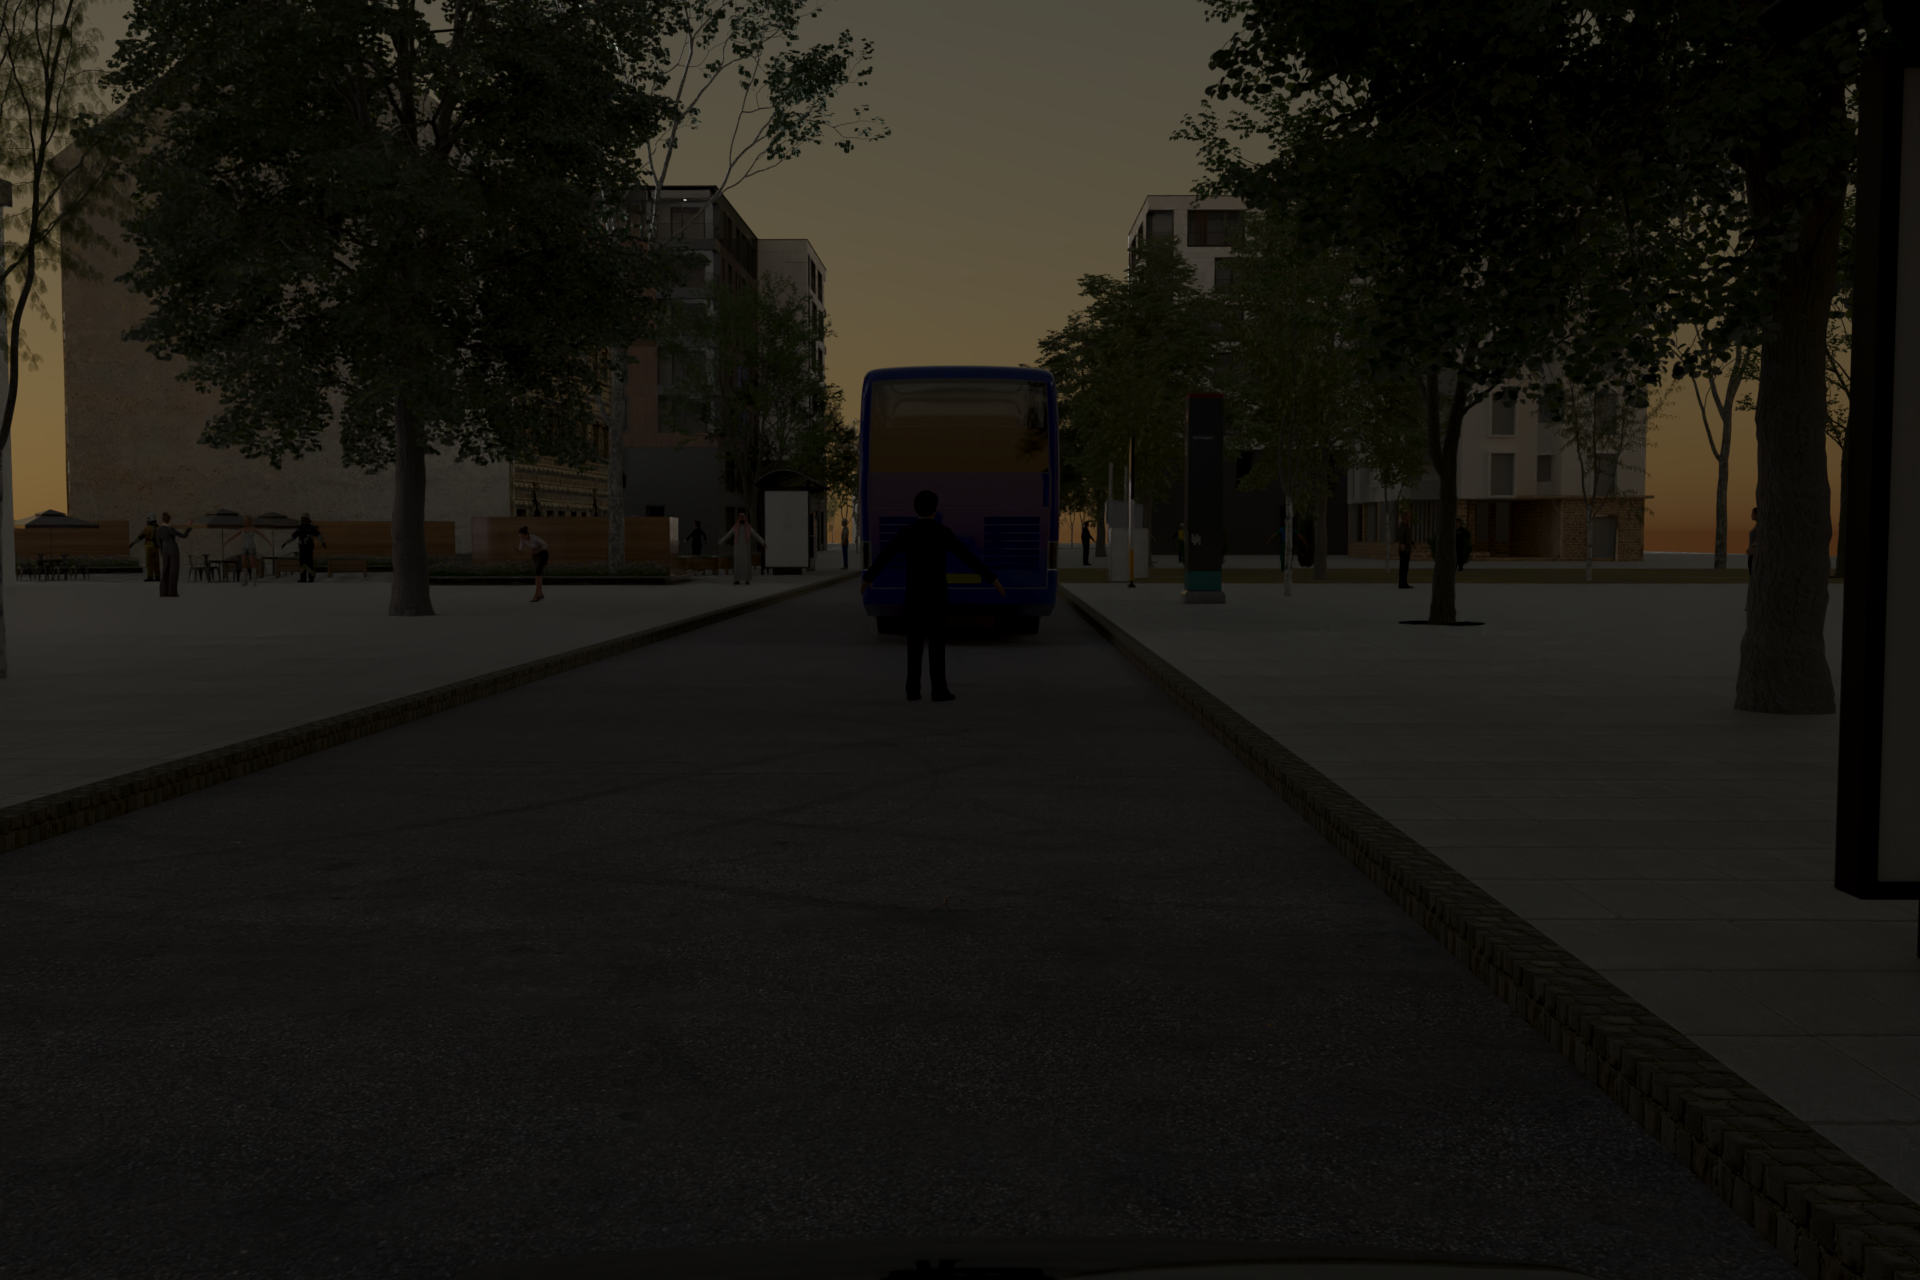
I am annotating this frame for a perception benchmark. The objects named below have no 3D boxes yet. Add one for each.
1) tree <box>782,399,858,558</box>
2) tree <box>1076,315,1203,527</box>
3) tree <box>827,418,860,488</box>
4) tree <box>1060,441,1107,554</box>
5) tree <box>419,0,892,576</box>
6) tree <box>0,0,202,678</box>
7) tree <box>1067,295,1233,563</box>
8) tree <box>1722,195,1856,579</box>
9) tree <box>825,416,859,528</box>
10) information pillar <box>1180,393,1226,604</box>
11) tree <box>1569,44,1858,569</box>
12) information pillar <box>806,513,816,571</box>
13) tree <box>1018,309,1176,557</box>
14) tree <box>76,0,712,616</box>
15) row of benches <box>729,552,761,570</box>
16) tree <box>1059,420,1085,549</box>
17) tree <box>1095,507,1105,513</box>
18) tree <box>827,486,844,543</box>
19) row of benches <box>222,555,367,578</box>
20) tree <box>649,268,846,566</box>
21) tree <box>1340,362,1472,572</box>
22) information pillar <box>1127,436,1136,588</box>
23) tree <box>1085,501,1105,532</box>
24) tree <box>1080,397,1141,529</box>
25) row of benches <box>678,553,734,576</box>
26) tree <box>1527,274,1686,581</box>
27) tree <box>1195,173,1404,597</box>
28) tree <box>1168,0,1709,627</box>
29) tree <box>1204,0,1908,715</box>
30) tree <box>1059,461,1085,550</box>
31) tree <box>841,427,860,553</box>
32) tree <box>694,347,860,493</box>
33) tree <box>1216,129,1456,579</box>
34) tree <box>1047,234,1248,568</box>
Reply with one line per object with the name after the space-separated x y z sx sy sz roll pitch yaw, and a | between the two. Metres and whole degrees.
-7.516 -8.628 91.437 4.737 8.622 4.395 0 3 0 | tree
6.090 -6.659 59.233 4.737 8.622 4.395 0 3 0 | tree
-6.244 -14.325 144.591 12.009 13.543 11.850 0 3 0 | tree
7.915 -9.918 112.515 4.360 8.622 3.978 0 3 0 | tree
-8.169 -11.538 44.531 12.611 20.169 13.585 0 3 0 | tree
-8.483 -3.955 15.021 4.360 8.622 3.978 0 3 0 | tree
8.199 -9.179 75.827 9.928 11.665 9.643 0 3 0 | tree
25.887 -7.606 50.109 9.928 11.665 9.643 0 3 0 | tree
-6.859 -9.388 103.853 4.737 8.622 4.395 0 3 0 | tree
4.520 -2.617 32.159 0.750 3.857 0.750 0 4 1 | information pillar
28.632 -12.773 64.734 12.611 20.169 13.585 0 3 0 | tree
-5.162 -3.387 59.877 0.304 2.012 0.304 0 4 2 | information pillar
7.773 -11.612 96.504 9.857 13.997 8.962 0 3 0 | tree
-8.640 -7.361 27.005 9.857 13.997 8.962 0 3 0 | tree
-7.193 -2.922 63.238 1.422 0.672 4.104 2 4 30 | row of benches
8.443 -13.782 151.089 9.928 11.665 9.643 0 3 0 | tree
21.408 -17.797 241.347 4.360 8.622 3.978 0 3 0 | tree
-17.662 -17.496 236.416 4.737 8.622 4.395 0 3 0 | tree
-19.591 -2.164 50.841 4.104 0.672 1.422 -1 4 -16 | row of benches
-8.392 -8.768 69.118 9.928 11.665 9.643 0 3 0 | tree
14.772 -6.624 58.660 4.737 8.622 4.395 0 3 0 | tree
4.123 -3.073 41.603 0.183 3.616 0.504 0 4 1 | information pillar
18.918 -17.478 236.129 4.737 8.622 4.395 0 3 0 | tree
7.883 -8.461 88.697 4.737 8.622 4.395 0 3 0 | tree
-8.143 -2.341 53.740 1.422 0.672 4.104 2 4 34 | row of benches
17.405 -5.961 47.825 4.360 8.622 3.978 0 3 0 | tree
6.967 -5.192 35.257 4.737 8.622 4.395 0 3 0 | tree
6.777 -6.008 23.988 9.928 11.665 9.643 0 3 0 | tree
5.905 -6.458 12.239 9.857 13.997 8.962 0 3 0 | tree
9.279 -11.762 142.677 4.360 8.622 3.978 0 3 0 | tree
-7.140 -10.150 116.316 4.360 8.622 3.978 0 3 0 | tree
-7.998 -9.003 81.608 8.767 10.594 7.601 -3 5 -43 | tree
10.641 -8.019 49.238 7.486 12.596 7.792 0 3 0 | tree
7.205 -9.011 65.453 7.486 12.596 7.792 0 3 0 | tree
